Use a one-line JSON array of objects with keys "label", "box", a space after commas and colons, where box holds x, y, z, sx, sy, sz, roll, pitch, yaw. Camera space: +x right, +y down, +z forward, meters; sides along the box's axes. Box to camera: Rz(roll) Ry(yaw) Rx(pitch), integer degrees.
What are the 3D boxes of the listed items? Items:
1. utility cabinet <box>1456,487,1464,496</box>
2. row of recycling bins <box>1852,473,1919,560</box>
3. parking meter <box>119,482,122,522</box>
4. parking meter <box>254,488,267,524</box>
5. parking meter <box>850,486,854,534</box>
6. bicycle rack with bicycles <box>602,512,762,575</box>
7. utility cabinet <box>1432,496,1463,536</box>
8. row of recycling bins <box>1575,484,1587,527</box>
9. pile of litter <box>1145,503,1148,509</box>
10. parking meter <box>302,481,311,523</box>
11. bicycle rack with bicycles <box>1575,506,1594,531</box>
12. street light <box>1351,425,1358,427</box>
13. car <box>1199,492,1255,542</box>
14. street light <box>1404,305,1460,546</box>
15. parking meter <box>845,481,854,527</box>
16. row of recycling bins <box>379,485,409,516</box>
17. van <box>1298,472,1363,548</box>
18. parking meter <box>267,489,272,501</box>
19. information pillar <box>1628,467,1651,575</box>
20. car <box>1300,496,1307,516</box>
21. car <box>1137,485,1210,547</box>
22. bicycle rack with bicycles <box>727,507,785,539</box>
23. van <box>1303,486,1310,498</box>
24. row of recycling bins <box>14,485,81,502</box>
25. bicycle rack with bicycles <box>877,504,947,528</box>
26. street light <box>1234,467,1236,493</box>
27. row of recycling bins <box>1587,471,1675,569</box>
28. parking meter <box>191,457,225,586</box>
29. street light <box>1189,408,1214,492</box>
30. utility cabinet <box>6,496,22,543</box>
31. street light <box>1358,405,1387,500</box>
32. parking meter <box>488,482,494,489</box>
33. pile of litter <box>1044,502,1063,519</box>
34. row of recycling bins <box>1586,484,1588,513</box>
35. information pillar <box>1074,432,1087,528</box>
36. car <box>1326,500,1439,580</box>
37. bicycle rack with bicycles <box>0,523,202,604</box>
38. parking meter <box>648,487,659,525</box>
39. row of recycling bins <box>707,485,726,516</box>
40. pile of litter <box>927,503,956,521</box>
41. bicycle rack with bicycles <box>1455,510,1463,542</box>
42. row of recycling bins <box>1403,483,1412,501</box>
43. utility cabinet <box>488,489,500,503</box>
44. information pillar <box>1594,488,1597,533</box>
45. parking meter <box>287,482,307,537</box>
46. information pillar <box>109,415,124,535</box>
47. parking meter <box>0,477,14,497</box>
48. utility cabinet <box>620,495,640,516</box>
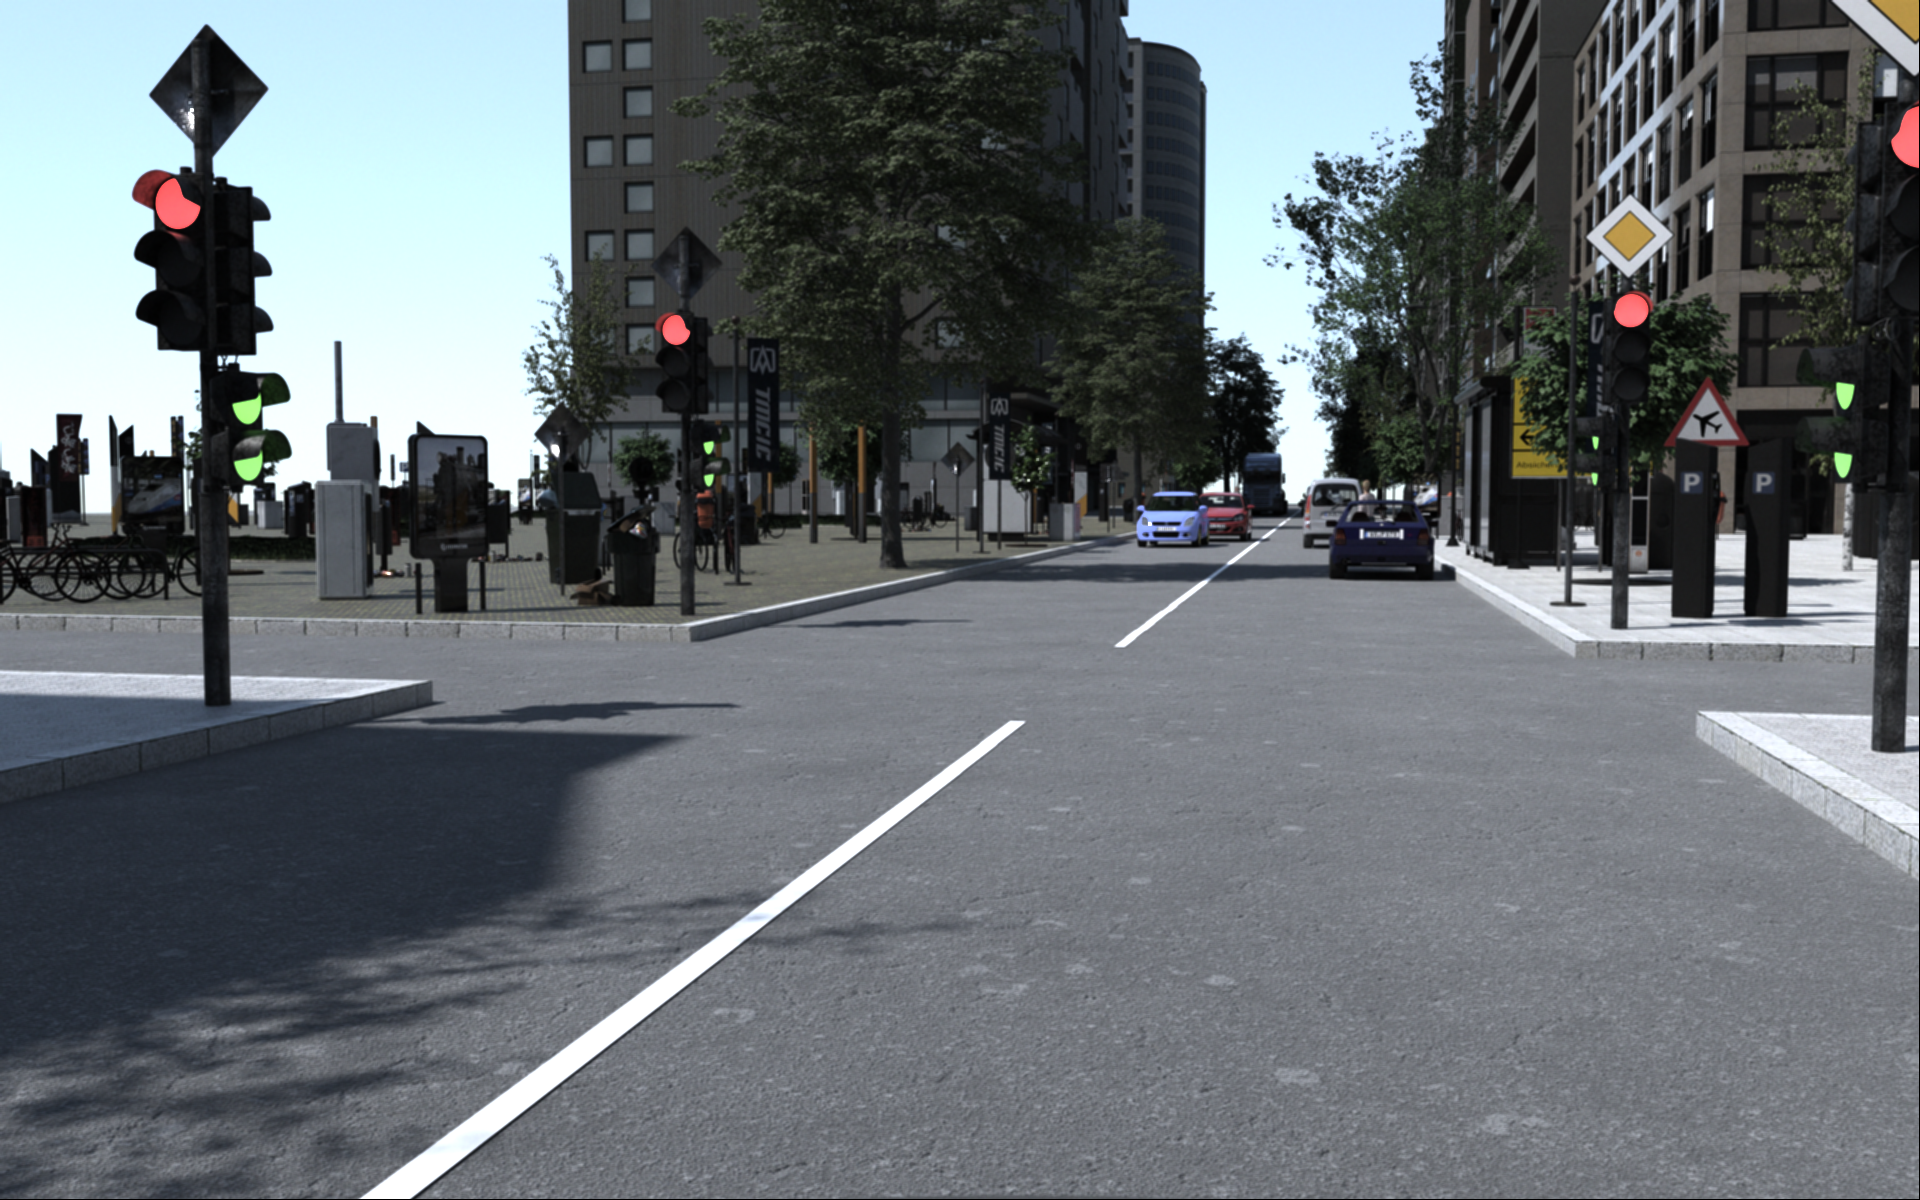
[{"label": "utility cabinet", "box": [16.691, -2.935, 56.662, 1.173, 1.500, 0.318, -2, 4, -31]}, {"label": "row of recycling bins", "box": [18.730, -1.715, 35.151, 1.069, 1.692, 3.534, 1, 4, 19]}, {"label": "parking meter", "box": [-37.929, -4.439, 78.284, 0.399, 1.863, 0.255, 1, 4, 16]}, {"label": "parking meter", "box": [-29.665, -3.967, 73.263, 0.372, 1.533, 0.369, 0, 3, 0]}, {"label": "parking meter", "box": [-3.318, -2.858, 55.135, 0.372, 1.533, 0.369, 0, 3, 0]}, {"label": "bicycle rack with bicycles", "box": [-4.779, -0.923, 28.471, 2.852, 0.926, 2.925, 0, 4, -8]}, {"label": "utility cabinet", "box": [15.000, -2.567, 53.133, 1.020, 1.237, 0.306, 0, 4, -1]}, {"label": "row of recycling bins", "box": [24.966, -3.776, 68.857, 1.069, 1.692, 3.534, 0, 4, -3]}, {"label": "pile of litter", "box": [9.070, -4.429, 86.381, 1.176, 0.858, 1.719, 1, 4, 20]}, {"label": "parking meter", "box": [-28.535, -4.284, 75.749, 0.399, 1.863, 0.255, -1, 4, -13]}, {"label": "bicycle rack with bicycles", "box": [22.348, -2.862, 60.183, 2.925, 0.926, 2.852, -3, 5, -39]}, {"label": "street light", "box": [27.143, -8.847, 117.190, 1.470, 5.913, 1.316, 1, 4, 12]}, {"label": "car", "box": [8.065, -2.723, 53.561, 2.155, 1.783, 4.494, 1, 4, 12]}, {"label": "street light", "box": [11.588, -4.281, 42.527, 1.470, 5.913, 1.316, 1, 4, 12]}, {"label": "parking meter", "box": [-4.290, -3.764, 67.257, 0.255, 1.863, 0.399, 1, 4, 19]}, {"label": "row of recycling bins", "box": [-27.711, -4.565, 81.745, 3.534, 1.692, 1.069, 0, 4, -5]}, {"label": "van", "box": [10.187, -2.448, 47.036, 2.013, 2.044, 4.112, 1, 4, 12]}, {"label": "parking meter", "box": [-31.838, -4.355, 79.622, 0.372, 1.533, 0.369, 0, 3, 0]}, {"label": "information pillar", "box": [10.853, -1.420, 27.717, 0.304, 2.012, 0.304, 1, 4, 12]}, {"label": "car", "box": [23.889, -6.383, 116.158, 2.131, 1.459, 4.920, 1, 4, 13]}, {"label": "car", "box": [5.901, -2.334, 47.746, 1.945, 1.707, 3.694, 1, 4, 13]}, {"label": "bicycle rack with bicycles", "box": [-6.504, -2.247, 50.121, 2.925, 0.926, 2.852, -1, 4, -18]}, {"label": "van", "box": [28.466, -8.160, 137.803, 2.240, 2.365, 5.245, 1, 4, 10]}, {"label": "row of recycling bins", "box": [-41.623, -4.401, 79.069, 1.069, 1.692, 3.534, 1, 4, 17]}, {"label": "bicycle rack with bicycles", "box": [-1.922, -3.219, 66.017, 2.925, 0.926, 2.852, -1, 4, -13]}, {"label": "street light", "box": [22.936, -10.298, 140.912, 1.470, 5.913, 1.316, 1, 4, 12]}, {"label": "row of recycling bins", "box": [12.122, -1.471, 31.164, 1.069, 1.692, 3.534, 1, 4, 13]}, {"label": "parking meter", "box": [-10.540, -1.137, 24.298, 0.399, 1.863, 0.255, 0, 4, -6]}, {"label": "street light", "box": [12.930, -7.384, 93.263, 1.470, 5.913, 1.316, 1, 4, 12]}, {"label": "utility cabinet", "box": [-24.908, -2.101, 45.516, 0.306, 1.237, 1.020, -2, 4, -34]}, {"label": "street light", "box": [21.528, -7.180, 89.938, 1.470, 5.913, 1.316, 1, 4, 12]}, {"label": "parking meter", "box": [-22.692, -4.770, 83.700, 0.255, 1.863, 0.399, -3, 5, -40]}, {"label": "pile of litter", "box": [5.179, -4.573, 88.741, 1.719, 0.858, 1.176, 2, 4, 32]}, {"label": "row of recycling bins", "box": [16.072, -2.102, 41.473, 1.069, 1.692, 3.534, 0, 4, 6]}, {"label": "information pillar", "box": [4.493, -4.483, 64.649, 0.504, 3.616, 0.183, 0, 4, 1]}, {"label": "car", "box": [7.383, -1.085, 30.325, 1.945, 1.354, 3.894, 1, 4, 14]}, {"label": "bicycle rack with bicycles", "box": [-10.625, -0.483, 21.287, 2.925, 0.926, 2.852, -2, 4, -28]}, {"label": "parking meter", "box": [-10.701, -3.187, 60.512, 0.372, 1.533, 0.369, 0, 3, 0]}, {"label": "row of recycling bins", "box": [-10.774, -4.286, 77.194, 1.069, 1.692, 3.534, 0, 4, -3]}, {"label": "pile of litter", "box": [-0.937, -4.196, 82.566, 1.719, 0.858, 1.176, 2, 4, 32]}, {"label": "bicycle rack with bicycles", "box": [14.357, -2.009, 46.228, 2.852, 0.926, 2.925, 1, 4, 12]}, {"label": "row of recycling bins", "box": [15.845, -3.217, 59.709, 1.069, 1.692, 3.534, 1, 4, 18]}, {"label": "utility cabinet", "box": [-20.022, -3.973, 73.632, 1.173, 1.500, 0.318, 3, 5, 42]}, {"label": "information pillar", "box": [21.075, -3.207, 56.919, 0.304, 2.012, 0.304, -1, 4, -11]}, {"label": "parking meter", "box": [-14.314, -1.774, 37.413, 0.372, 1.533, 0.369, 0, 3, 0]}, {"label": "information pillar", "box": [-25.160, -3.681, 51.541, 0.183, 3.616, 0.504, -1, 4, -8]}, {"label": "parking meter", "box": [-32.822, -3.300, 59.672, 0.399, 1.863, 0.255, -3, 5, -41]}, {"label": "utility cabinet", "box": [-17.020, -4.782, 89.340, 1.020, 1.237, 0.306, -1, 4, -12]}]
